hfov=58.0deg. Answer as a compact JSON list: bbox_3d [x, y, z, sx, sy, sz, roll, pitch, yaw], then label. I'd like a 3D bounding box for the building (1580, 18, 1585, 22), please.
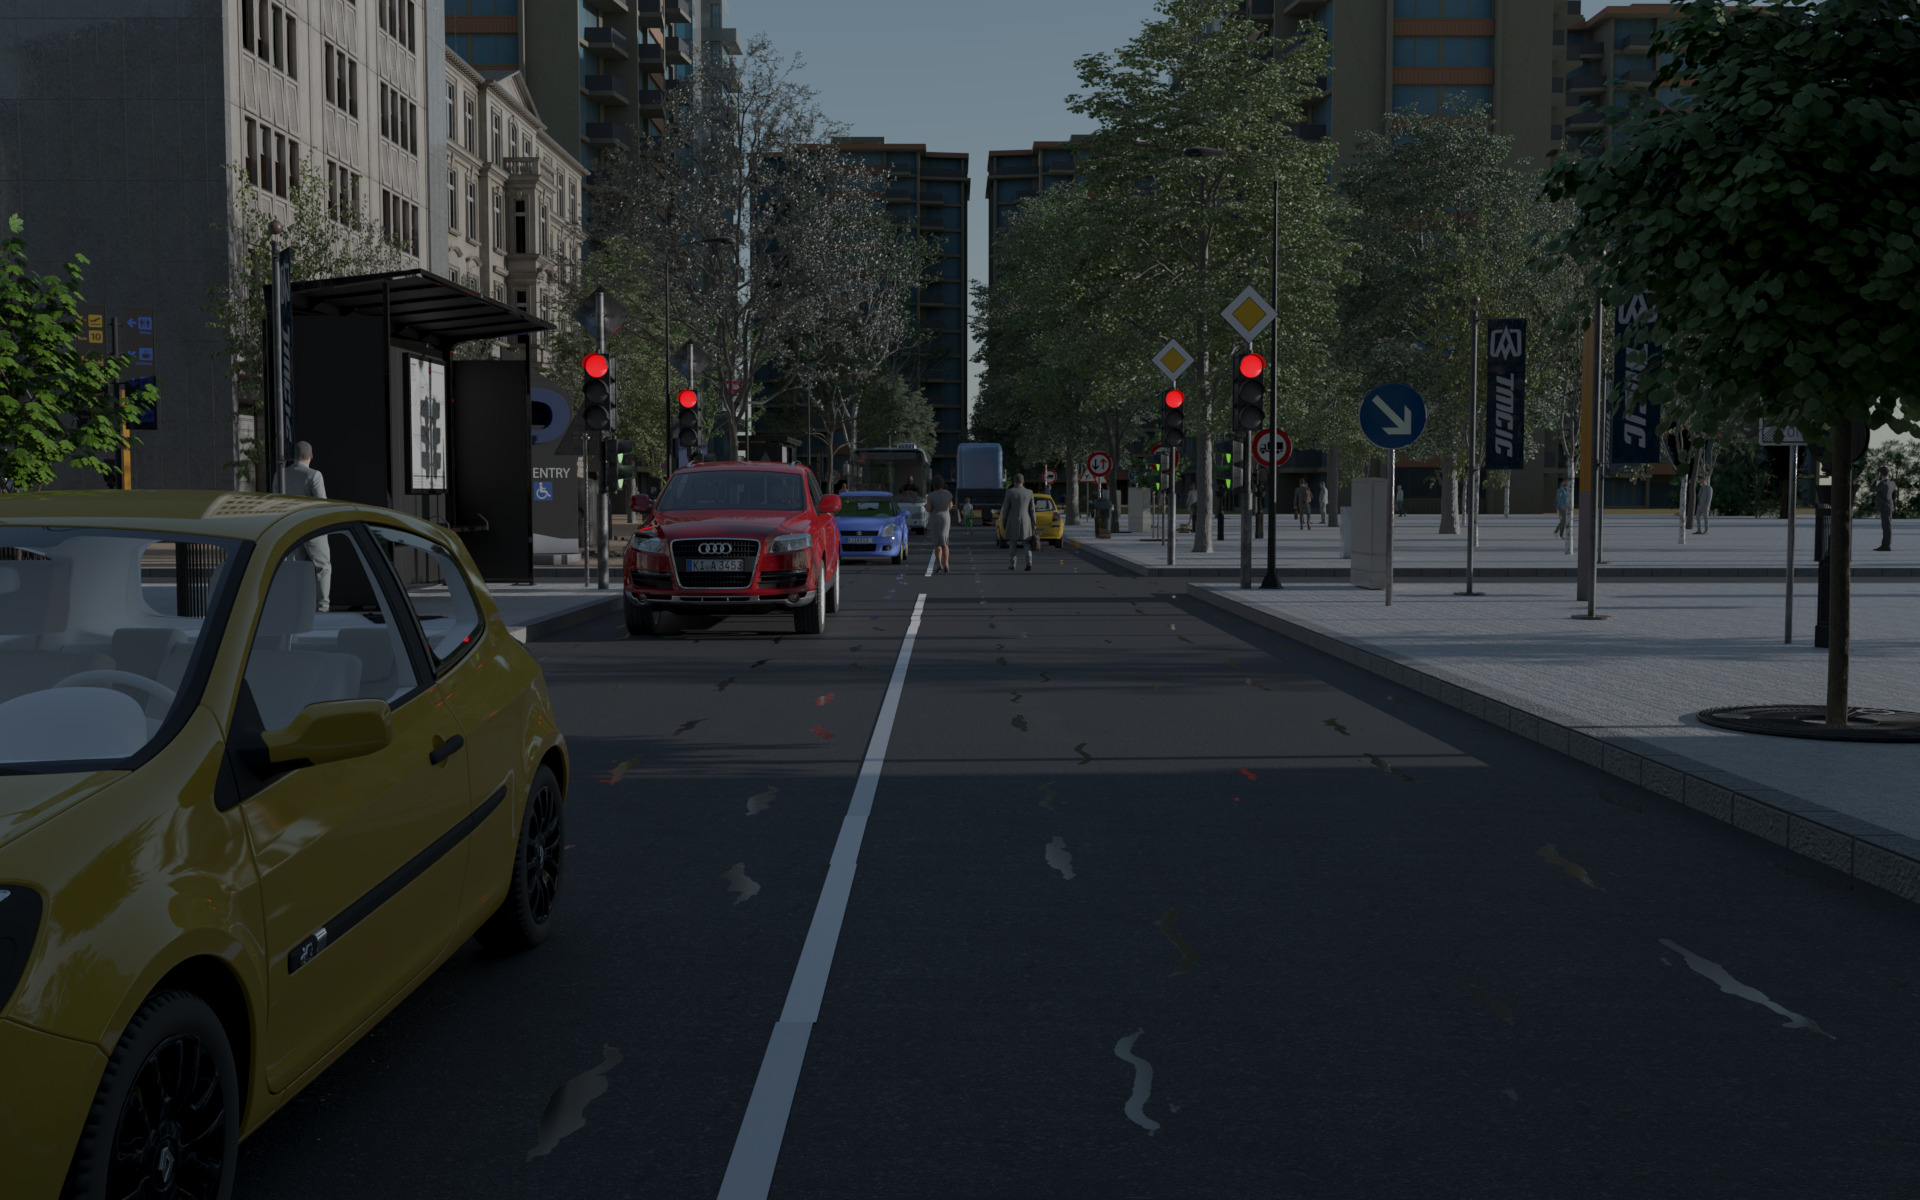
[{"bbox_3d":[59.023,-41.082,213.686,28.212,58.520,21.231,0,4,0],"label":"building"}]

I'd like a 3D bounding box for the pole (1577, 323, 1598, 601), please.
[{"bbox_3d":[7.519,-1.642,20.694,0.158,3.312,0.155,0,3,0],"label":"pole"}]

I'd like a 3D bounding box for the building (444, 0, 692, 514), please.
[{"bbox_3d":[-30.739,-28.486,120.369,22.147,44.769,28.867,0,4,0],"label":"building"}]

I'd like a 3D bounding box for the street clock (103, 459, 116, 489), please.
[{"bbox_3d":[-17.415,-1.896,35.575,0.358,2.002,0.471,-1,4,-15],"label":"street clock"}]

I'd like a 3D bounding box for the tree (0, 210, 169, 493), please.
[{"bbox_3d":[-6.351,-1.060,11.926,1.663,3.219,1.824,0,3,0],"label":"tree"}]

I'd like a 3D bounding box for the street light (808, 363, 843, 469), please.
[{"bbox_3d":[-4.829,-5.442,61.510,1.470,5.913,1.316,0,4,0],"label":"street light"}]

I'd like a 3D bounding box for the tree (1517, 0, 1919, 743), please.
[{"bbox_3d":[4.837,-1.581,9.556,4.285,4.588,4.351,0,3,0],"label":"tree"}]

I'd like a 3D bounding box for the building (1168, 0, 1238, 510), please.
[{"bbox_3d":[30.305,-32.600,152.620,23.786,49.044,30.456,0,4,0],"label":"building"}]

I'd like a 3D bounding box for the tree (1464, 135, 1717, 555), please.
[{"bbox_3d":[13.157,-5.266,36.459,4.360,8.622,3.978,0,3,0],"label":"tree"}]

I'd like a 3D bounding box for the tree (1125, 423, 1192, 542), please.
[{"bbox_3d":[5.278,-3.217,47.200,1.663,3.219,1.824,0,3,0],"label":"tree"}]

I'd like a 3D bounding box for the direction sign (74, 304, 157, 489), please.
[{"bbox_3d":[-10.170,-1.769,20.925,0.876,3.537,0.379,-2,4,-30],"label":"direction sign"}]

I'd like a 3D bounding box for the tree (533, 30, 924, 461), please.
[{"bbox_3d":[-6.060,-8.319,46.389,12.009,13.543,11.850,0,3,0],"label":"tree"}]

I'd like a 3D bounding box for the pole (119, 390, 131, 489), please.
[{"bbox_3d":[-16.383,-2.454,33.966,0.158,3.312,0.155,0,3,0],"label":"pole"}]

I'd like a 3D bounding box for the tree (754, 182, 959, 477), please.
[{"bbox_3d":[-7.026,-15.249,105.211,12.611,20.169,13.585,0,3,0],"label":"tree"}]

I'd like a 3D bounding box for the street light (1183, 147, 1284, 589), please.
[{"bbox_3d":[3.686,-3.107,23.347,1.470,5.913,1.316,0,4,0],"label":"street light"}]

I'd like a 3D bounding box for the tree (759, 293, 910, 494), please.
[{"bbox_3d":[-5.810,-8.904,79.989,7.601,10.594,8.767,0,4,-1],"label":"tree"}]

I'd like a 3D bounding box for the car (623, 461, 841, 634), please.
[{"bbox_3d":[-2.440,-0.657,19.412,2.281,1.827,5.304,0,4,-1],"label":"car"}]

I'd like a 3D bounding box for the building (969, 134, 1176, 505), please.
[{"bbox_3d":[16.023,-34.199,213.772,28.867,44.769,22.147,0,4,0],"label":"building"}]

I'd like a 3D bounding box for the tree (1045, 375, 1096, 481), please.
[{"bbox_3d":[6.664,-9.212,100.974,4.737,8.622,4.395,0,3,0],"label":"tree"}]

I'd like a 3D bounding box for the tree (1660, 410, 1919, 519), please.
[{"bbox_3d":[44.573,-11.783,94.467,13.155,14.587,18.604,-2,4,-29],"label":"tree"}]

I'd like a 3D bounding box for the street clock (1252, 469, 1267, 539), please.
[{"bbox_3d":[8.617,-2.768,49.819,0.358,2.002,0.471,-1,4,-19],"label":"street clock"}]

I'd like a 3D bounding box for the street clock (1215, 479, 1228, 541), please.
[{"bbox_3d":[7.186,-2.637,47.687,0.358,2.002,0.471,1,4,10],"label":"street clock"}]

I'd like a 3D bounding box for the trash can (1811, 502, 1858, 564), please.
[{"bbox_3d":[15.767,-1.199,31.264,0.748,1.137,0.748,0,3,0],"label":"trash can"}]

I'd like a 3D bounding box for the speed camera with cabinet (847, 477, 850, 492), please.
[{"bbox_3d":[-5.240,-5.696,87.462,0.660,3.252,2.038,0,4,6],"label":"speed camera with cabinet"}]

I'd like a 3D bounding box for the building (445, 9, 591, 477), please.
[{"bbox_3d":[-26.553,-16.072,81.862,14.460,24.649,34.723,0,4,0],"label":"building"}]

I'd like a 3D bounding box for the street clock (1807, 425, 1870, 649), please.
[{"bbox_3d":[7.279,-0.601,14.401,0.471,2.002,0.358,-1,4,-22],"label":"street clock"}]

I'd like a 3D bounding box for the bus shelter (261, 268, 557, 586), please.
[{"bbox_3d":[-6.466,-1.827,21.154,1.731,3.624,6.357,0,3,0],"label":"bus shelter"}]

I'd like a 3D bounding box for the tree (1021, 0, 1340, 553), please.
[{"bbox_3d":[5.223,-7.343,38.185,7.486,12.596,7.792,0,3,0],"label":"tree"}]

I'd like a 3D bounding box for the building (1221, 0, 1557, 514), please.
[{"bbox_3d":[30.233,-28.623,122.616,22.147,44.769,28.867,0,4,0],"label":"building"}]

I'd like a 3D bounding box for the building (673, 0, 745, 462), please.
[{"bbox_3d":[-35.268,-32.836,156.481,30.456,49.044,23.786,0,4,0],"label":"building"}]

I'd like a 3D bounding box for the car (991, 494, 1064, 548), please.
[{"bbox_3d":[1.859,-2.258,47.142,2.015,1.641,3.980,0,4,-1],"label":"car"}]

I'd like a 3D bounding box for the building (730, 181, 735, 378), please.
[{"bbox_3d":[-35.064,-32.207,210.186,14.086,41.232,14.154,0,4,0],"label":"building"}]

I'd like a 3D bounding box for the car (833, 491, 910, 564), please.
[{"bbox_3d":[-1.998,-1.648,36.532,1.945,1.707,3.694,0,4,1],"label":"car"}]

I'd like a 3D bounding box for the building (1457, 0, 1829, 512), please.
[{"bbox_3d":[63.571,-30.780,157.876,28.867,44.769,22.147,0,4,0],"label":"building"}]

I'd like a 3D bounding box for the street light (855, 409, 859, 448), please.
[{"bbox_3d":[-4.962,-7.283,91.612,1.470,5.913,1.316,0,4,0],"label":"street light"}]

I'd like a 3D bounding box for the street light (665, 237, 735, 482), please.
[{"bbox_3d":[-4.754,-3.600,31.407,1.470,5.913,1.316,0,4,0],"label":"street light"}]

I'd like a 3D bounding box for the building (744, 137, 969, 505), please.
[{"bbox_3d":[-13.167,-34.279,215.086,28.867,44.769,22.147,0,4,0],"label":"building"}]

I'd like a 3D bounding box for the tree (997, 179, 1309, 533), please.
[{"bbox_3d":[5.042,-8.022,56.914,9.928,11.665,9.643,0,3,0],"label":"tree"}]

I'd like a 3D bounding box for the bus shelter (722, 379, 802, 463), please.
[{"bbox_3d":[-7.196,-5.217,62.927,2.179,5.291,8.768,0,4,0],"label":"bus shelter"}]

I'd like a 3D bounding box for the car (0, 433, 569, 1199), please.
[{"bbox_3d":[-2.167,0.373,4.132,2.015,1.641,3.980,0,4,1],"label":"car"}]

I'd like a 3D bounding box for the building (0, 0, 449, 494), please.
[{"bbox_3d":[-25.052,-14.469,54.588,12.078,24.808,19.932,0,4,0],"label":"building"}]

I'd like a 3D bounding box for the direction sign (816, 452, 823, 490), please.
[{"bbox_3d":[-7.542,-6.192,93.235,0.379,3.537,0.876,-2,4,-26],"label":"direction sign"}]
